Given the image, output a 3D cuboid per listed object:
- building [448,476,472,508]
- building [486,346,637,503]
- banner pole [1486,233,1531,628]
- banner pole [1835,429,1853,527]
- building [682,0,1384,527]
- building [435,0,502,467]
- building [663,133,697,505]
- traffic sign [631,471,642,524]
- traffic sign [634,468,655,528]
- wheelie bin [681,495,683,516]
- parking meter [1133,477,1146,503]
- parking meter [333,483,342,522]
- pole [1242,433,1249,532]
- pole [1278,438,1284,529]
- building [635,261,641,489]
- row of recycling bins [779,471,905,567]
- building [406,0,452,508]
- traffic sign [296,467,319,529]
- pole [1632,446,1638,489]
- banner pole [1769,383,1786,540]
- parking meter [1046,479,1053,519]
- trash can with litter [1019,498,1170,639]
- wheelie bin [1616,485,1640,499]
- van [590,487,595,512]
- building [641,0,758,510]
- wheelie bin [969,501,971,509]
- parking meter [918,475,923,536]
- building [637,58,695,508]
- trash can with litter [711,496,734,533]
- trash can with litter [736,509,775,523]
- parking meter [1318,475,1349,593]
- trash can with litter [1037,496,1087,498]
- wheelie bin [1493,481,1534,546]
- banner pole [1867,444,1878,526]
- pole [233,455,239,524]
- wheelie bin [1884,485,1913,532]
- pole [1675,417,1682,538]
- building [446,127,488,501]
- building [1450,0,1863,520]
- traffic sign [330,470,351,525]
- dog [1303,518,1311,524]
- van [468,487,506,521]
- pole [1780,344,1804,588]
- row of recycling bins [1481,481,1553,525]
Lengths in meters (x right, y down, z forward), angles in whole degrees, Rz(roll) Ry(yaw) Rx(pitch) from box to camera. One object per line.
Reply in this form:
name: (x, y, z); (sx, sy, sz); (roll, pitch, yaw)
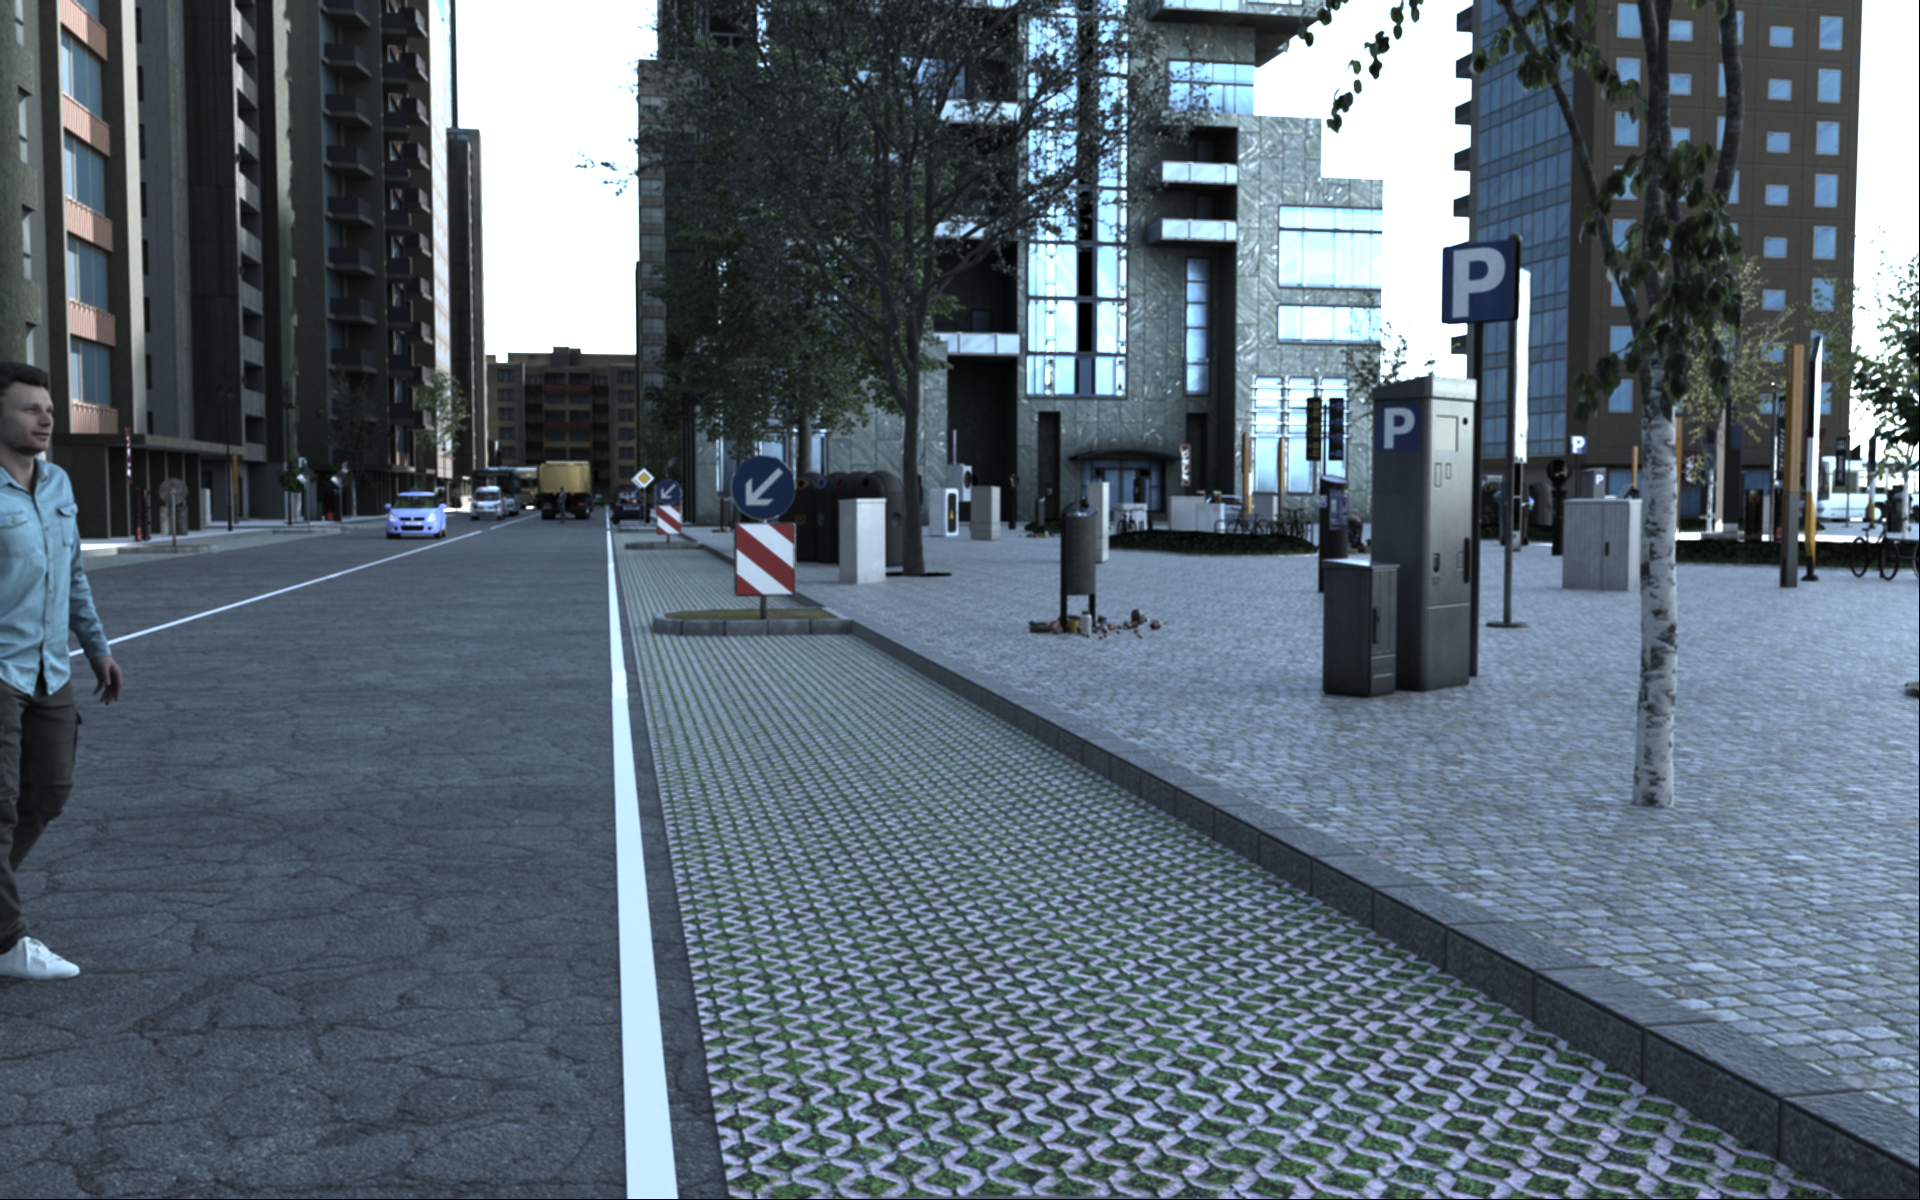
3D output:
building: (-64.366, -29.026, 166.454); (32.217, 40.220, 23.993); (-1, 4, -12)
building: (-54.556, -24.260, 241.686); (28.899, 21.520, 27.650); (-1, 4, -12)
banner pole: (5.434, -1.644, 16.896); (0.401, 3.779, 0.863); (2, 4, 31)
banner pole: (34.365, -4.730, 67.351); (0.401, 3.779, 0.863); (-1, 4, -21)
building: (2.150, -47.082, 82.458); (31.000, 86.520, 22.319); (-1, 4, -12)
building: (-71.153, -54.497, 203.694); (31.000, 86.520, 22.319); (-1, 4, -12)
building: (-17.274, -22.677, 142.467); (14.160, 30.474, 14.107); (-1, 4, -12)
traffic sign: (-13.627, -4.293, 73.829); (0.795, 2.450, 0.064); (-1, 4, -12)
traffic sign: (-12.029, -3.814, 66.005); (0.795, 2.450, 0.064); (-1, 4, -12)
wheelie bin: (-15.351, -5.510, 97.991); (0.693, 1.594, 0.980); (0, 4, 4)
parking meter: (6.093, -3.249, 58.830); (0.255, 1.863, 0.399); (-2, 4, -33)
parking meter: (-28.894, -4.567, 80.383); (0.255, 1.863, 0.399); (0, 4, 5)
pole: (9.540, -3.912, 57.808); (0.158, 3.312, 0.155); (0, 3, 0)
pole: (11.687, -4.234, 63.062); (0.158, 3.312, 0.155); (0, 3, 0)
building: (-33.370, -27.188, 216.226); (14.160, 30.474, 14.107); (-1, 4, -12)
row of recycling bins: (-2.090, -1.520, 31.961); (1.069, 1.692, 3.534); (-2, 4, -31)
building: (-51.927, -30.536, 149.377); (14.600, 45.320, 14.200); (-1, 4, -12)
traffic sign: (-23.932, -3.667, 63.602); (0.795, 2.450, 0.064); (-1, 4, -12)
pole: (28.662, -4.879, 73.614); (0.158, 3.312, 0.155); (0, 3, 0)
banner pole: (18.396, -2.992, 38.938); (0.401, 3.779, 0.863); (0, 4, -4)
parking meter: (3.534, -3.844, 68.560); (0.255, 1.863, 0.399); (0, 4, 0)
trash can with litter: (1.424, -0.332, 16.484); (1.678, 1.210, 2.233); (3, 4, 36)
wheelie bin: (22.217, -3.037, 57.571); (0.693, 1.594, 0.980); (0, 4, -3)
van: (-31.104, -8.413, 141.944); (2.240, 2.365, 5.245); (-1, 4, -10)
building: (-23.737, -45.638, 184.441); (20.563, 71.187, 20.611); (-1, 4, -12)
wheelie bin: (0.116, -5.518, 98.122); (0.693, 1.594, 0.980); (-3, 4, -36)
parking meter: (-1.202, -2.474, 46.158); (0.399, 1.863, 0.255); (-1, 4, -14)
building: (-23.940, -29.605, 167.642); (14.154, 41.232, 14.086); (-1, 4, -12)
trash can with litter: (-7.636, -2.908, 58.603); (1.678, 1.210, 2.233); (2, 4, 24)
trash can with litter: (-4.445, -1.678, 38.828); (1.055, 1.170, 0.624); (-3, 4, -37)
parking meter: (4.877, -0.868, 22.607); (0.372, 1.533, 0.369); (0, 3, 0)
trash can with litter: (2.604, -2.495, 51.856); (1.678, 1.210, 2.233); (1, 4, 20)
wheelie bin: (13.807, -2.166, 43.316); (0.980, 1.594, 0.693); (0, 4, 5)
banner pole: (36.483, -4.851, 69.337); (0.401, 3.779, 0.863); (0, 4, 4)
pole: (-31.030, -4.914, 74.183); (0.158, 3.312, 0.155); (0, 3, 0)
wheelie bin: (31.583, -3.082, 58.304); (0.693, 1.594, 0.980); (0, 4, -7)
pole: (19.042, -3.188, 45.974); (0.158, 3.312, 0.155); (0, 3, 0)
building: (-58.878, -30.785, 186.935); (14.154, 41.232, 14.086); (-1, 4, -12)
building: (35.333, -26.857, 89.215); (14.200, 45.320, 14.600); (-1, 4, -12)
traffic sign: (-25.531, -4.146, 71.426); (0.795, 2.450, 0.064); (-1, 4, -12)
dog: (15.105, -3.399, 75.759); (0.748, 0.427, 0.550); (0, 4, 4)
van: (-25.975, -5.400, 95.307); (2.013, 2.044, 4.112); (-1, 4, -11)
pole: (11.407, -1.829, 23.749); (0.158, 3.312, 0.155); (0, 3, 0)
row of recycling bins: (18.366, -3.060, 57.152); (1.069, 1.692, 3.534); (-1, 4, -13)
